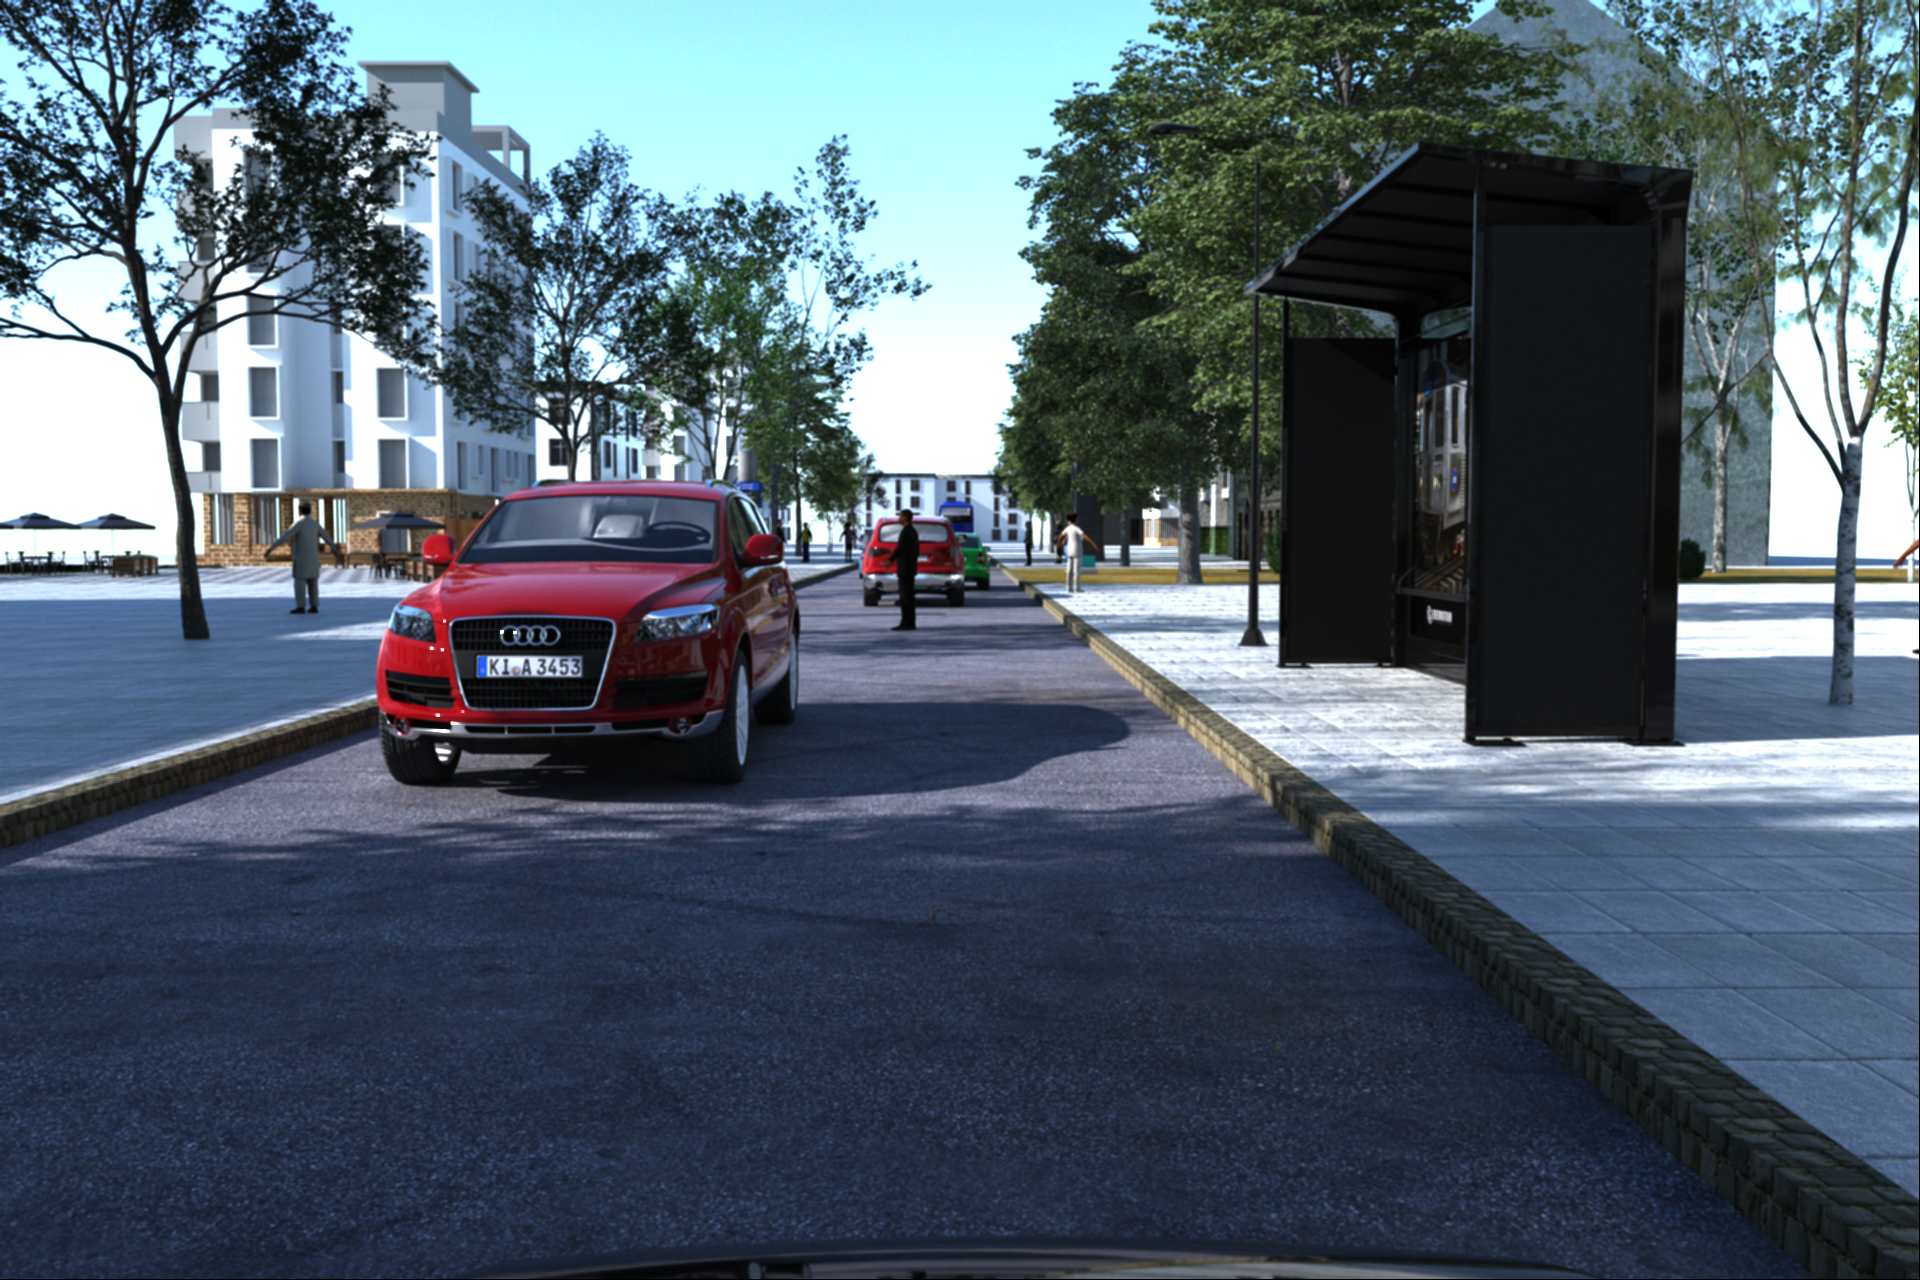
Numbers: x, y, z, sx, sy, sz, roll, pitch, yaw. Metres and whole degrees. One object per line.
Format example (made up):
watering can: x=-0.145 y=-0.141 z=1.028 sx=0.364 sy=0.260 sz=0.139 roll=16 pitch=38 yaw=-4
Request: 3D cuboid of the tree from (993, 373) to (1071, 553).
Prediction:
tree: x=5.686 y=-12.041 z=115.002 sx=7.486 sy=12.596 sz=7.792 roll=0 pitch=3 yaw=0

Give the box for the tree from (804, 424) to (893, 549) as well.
tree: x=-9.033 y=-12.821 z=144.030 sx=7.601 sy=10.594 sz=8.767 roll=2 pitch=4 yaw=25

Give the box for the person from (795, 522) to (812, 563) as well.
person: x=-6.953 y=-4.391 z=77.769 sx=0.705 sy=1.833 sz=1.349 roll=-3 pitch=4 yaw=-37

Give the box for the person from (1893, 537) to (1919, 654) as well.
person: x=10.380 y=-0.768 z=18.340 sx=0.704 sy=1.855 sz=1.343 roll=0 pitch=4 yaw=-3

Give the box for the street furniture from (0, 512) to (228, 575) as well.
street furniture: x=-33.448 y=-2.876 z=52.048 sx=14.083 sy=1.986 sz=27.439 roll=0 pitch=4 yaw=1

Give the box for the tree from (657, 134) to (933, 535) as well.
tree: x=-8.088 y=-13.858 z=82.475 sx=12.611 sy=20.169 sz=13.585 roll=0 pitch=3 yaw=0

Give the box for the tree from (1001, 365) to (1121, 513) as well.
tree: x=5.934 y=-10.813 z=94.926 sx=7.486 sy=12.596 sz=7.792 roll=0 pitch=3 yaw=0

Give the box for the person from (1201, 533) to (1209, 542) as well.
person: x=10.382 y=-4.312 z=76.778 sx=1.348 sy=1.796 sz=0.705 roll=-1 pitch=4 yaw=-11

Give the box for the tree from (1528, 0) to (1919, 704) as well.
tree: x=6.685 y=-3.810 z=12.655 sx=4.360 sy=8.622 sz=3.978 roll=0 pitch=3 yaw=0

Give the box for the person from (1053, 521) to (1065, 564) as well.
person: x=4.235 y=-4.211 z=74.630 sx=0.705 sy=1.856 sz=1.354 roll=0 pitch=4 yaw=-6

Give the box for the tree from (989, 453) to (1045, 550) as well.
tree: x=6.410 y=-12.392 z=137.014 sx=8.767 sy=10.594 sz=7.601 roll=0 pitch=4 yaw=1

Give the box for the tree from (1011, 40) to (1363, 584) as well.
tree: x=5.823 y=-8.409 z=44.137 sx=9.857 sy=13.997 sz=8.962 roll=0 pitch=3 yaw=0

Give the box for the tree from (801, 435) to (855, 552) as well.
tree: x=-9.071 y=-10.443 z=121.099 sx=4.737 sy=8.622 sz=4.395 roll=0 pitch=3 yaw=0

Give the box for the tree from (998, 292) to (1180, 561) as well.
tree: x=6.664 y=-10.717 z=81.884 sx=9.857 sy=13.997 sz=8.962 roll=0 pitch=3 yaw=0

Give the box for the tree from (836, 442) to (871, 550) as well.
tree: x=-8.953 y=-11.289 z=134.930 sx=4.737 sy=8.622 sz=4.395 roll=0 pitch=3 yaw=0

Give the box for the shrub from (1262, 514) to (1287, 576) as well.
shrub: x=10.070 y=-2.972 z=52.639 sx=1.661 sy=2.075 sz=1.752 roll=0 pitch=3 yaw=0

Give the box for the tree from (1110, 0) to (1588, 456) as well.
tree: x=5.623 y=-6.616 z=26.304 sx=7.486 sy=12.596 sz=7.792 roll=0 pitch=3 yaw=0

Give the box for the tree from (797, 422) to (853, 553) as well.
tree: x=-8.606 y=-10.005 z=113.952 sx=4.360 sy=8.622 sz=3.978 roll=0 pitch=3 yaw=0

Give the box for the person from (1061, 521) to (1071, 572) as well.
person: x=3.760 y=-3.212 z=58.645 sx=0.704 sy=1.817 sz=1.347 roll=2 pitch=4 yaw=23

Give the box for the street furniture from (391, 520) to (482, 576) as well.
street furniture: x=-14.657 y=-3.074 z=57.117 sx=11.010 sy=1.723 sz=9.812 roll=0 pitch=4 yaw=-2

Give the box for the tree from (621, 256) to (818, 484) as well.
tree: x=-9.139 y=-8.547 z=65.499 sx=9.928 sy=11.665 sz=9.643 roll=0 pitch=3 yaw=0

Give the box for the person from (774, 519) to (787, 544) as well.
person: x=-6.397 y=-3.396 z=61.658 sx=0.704 sy=1.812 sz=1.346 roll=0 pitch=4 yaw=7

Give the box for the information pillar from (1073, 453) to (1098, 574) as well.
information pillar: x=4.012 y=-4.039 z=55.422 sx=0.750 sy=3.857 sz=0.750 roll=0 pitch=4 yaw=1

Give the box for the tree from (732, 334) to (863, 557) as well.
tree: x=-9.585 y=-11.034 z=98.536 sx=7.486 sy=12.596 sz=7.792 roll=0 pitch=3 yaw=0

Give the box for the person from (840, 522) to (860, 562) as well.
person: x=-5.067 y=-4.467 z=79.172 sx=0.704 sy=1.843 sz=1.345 roll=3 pitch=5 yaw=41

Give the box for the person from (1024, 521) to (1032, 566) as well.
person: x=2.752 y=-3.931 z=70.401 sx=0.705 sy=1.813 sz=1.348 roll=0 pitch=4 yaw=7

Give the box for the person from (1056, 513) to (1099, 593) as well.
person: x=2.561 y=-1.912 z=38.034 sx=0.721 sy=1.739 sz=1.217 roll=-3 pitch=5 yaw=-44

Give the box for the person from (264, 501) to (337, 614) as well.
person: x=-10.610 y=-1.342 z=28.028 sx=0.704 sy=1.819 sz=1.344 roll=2 pitch=4 yaw=33

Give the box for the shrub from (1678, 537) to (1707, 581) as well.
shrub: x=20.082 y=-2.242 z=47.769 sx=1.383 sy=1.207 sz=1.383 roll=0 pitch=3 yaw=0

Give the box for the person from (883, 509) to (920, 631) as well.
person: x=-0.823 y=-1.051 z=25.863 sx=0.704 sy=1.802 sz=1.346 roll=1 pitch=4 yaw=16
